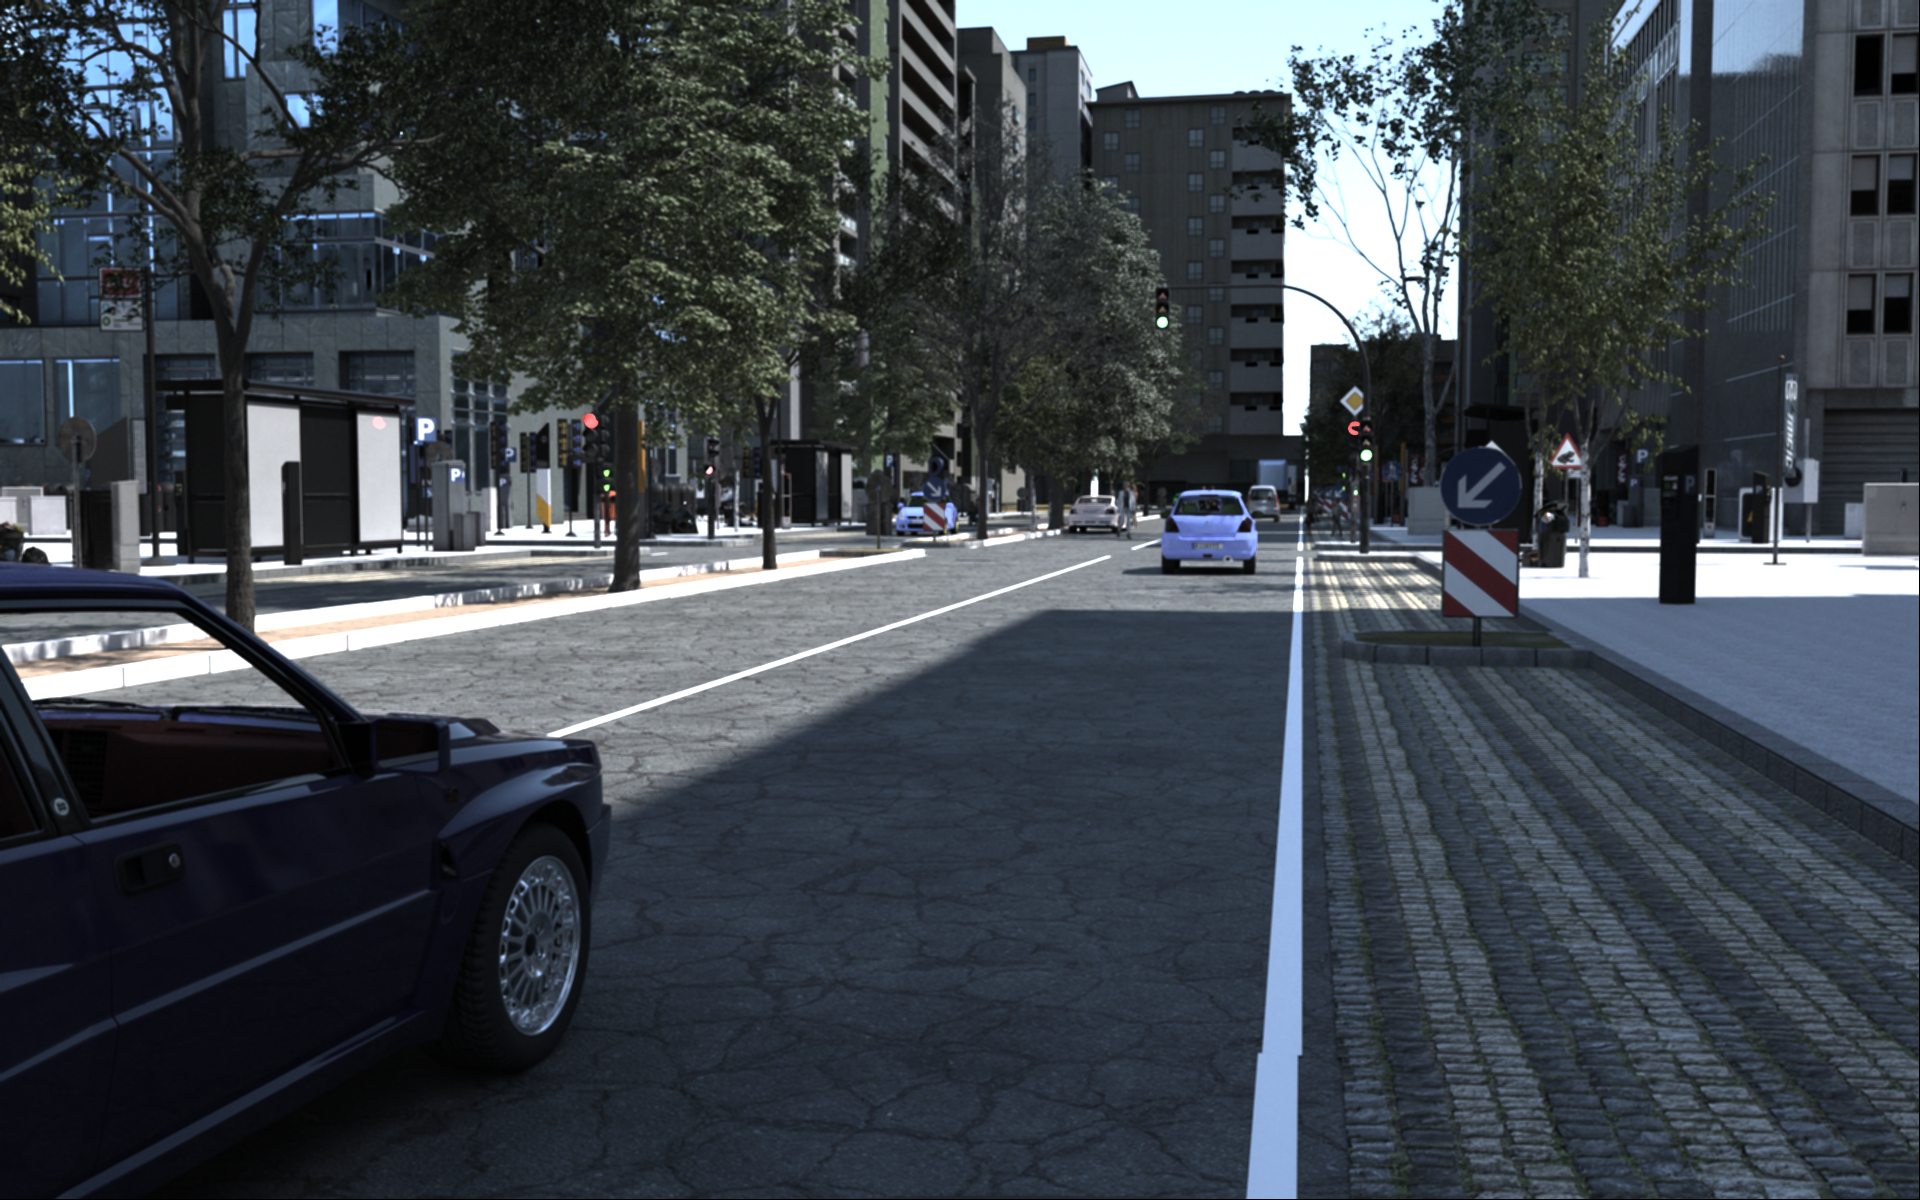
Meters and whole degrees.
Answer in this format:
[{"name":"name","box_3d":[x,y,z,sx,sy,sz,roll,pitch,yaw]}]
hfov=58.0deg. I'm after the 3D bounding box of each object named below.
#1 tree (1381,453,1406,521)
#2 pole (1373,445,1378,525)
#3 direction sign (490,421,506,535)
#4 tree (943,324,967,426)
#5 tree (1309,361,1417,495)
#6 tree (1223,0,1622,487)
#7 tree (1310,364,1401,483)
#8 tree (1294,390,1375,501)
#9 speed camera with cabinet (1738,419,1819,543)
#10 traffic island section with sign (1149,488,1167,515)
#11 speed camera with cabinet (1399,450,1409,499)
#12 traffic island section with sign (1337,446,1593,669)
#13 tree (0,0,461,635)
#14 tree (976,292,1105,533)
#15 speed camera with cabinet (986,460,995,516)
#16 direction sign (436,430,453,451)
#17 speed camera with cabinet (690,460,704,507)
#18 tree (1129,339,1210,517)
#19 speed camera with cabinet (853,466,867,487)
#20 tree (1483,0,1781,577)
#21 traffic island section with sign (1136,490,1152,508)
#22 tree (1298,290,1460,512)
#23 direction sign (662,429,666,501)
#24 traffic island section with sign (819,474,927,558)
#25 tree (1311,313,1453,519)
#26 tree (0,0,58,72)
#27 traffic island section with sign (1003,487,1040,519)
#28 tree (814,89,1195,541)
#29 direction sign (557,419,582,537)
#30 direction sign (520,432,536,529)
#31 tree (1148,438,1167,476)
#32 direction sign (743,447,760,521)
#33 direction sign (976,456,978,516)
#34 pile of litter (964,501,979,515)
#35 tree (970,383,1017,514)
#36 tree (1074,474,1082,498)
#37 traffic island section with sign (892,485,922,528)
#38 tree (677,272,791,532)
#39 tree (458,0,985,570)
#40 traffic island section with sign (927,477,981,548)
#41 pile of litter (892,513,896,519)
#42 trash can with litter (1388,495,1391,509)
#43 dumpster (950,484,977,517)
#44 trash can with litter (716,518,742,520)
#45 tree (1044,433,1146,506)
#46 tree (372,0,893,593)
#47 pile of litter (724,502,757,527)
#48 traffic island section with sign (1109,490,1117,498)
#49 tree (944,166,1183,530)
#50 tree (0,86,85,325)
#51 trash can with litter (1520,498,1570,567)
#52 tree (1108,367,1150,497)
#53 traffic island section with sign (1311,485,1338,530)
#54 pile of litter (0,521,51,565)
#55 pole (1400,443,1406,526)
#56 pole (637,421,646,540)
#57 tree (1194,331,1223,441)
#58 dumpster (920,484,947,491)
[{"name":"tree","box_3d":[20.370,-5.326,81.689,1.663,3.219,1.824,0,3,0]},{"name":"pole","box_3d":[17.402,-4.811,72.499,0.158,3.312,0.155,0,3,0]},{"name":"direction sign","box_3d":[-14.373,-3.789,53.948,0.876,3.537,0.379,3,5,45]},{"name":"tree","box_3d":[-3.098,-10.035,82.196,7.486,12.596,7.792,0,3,0]},{"name":"tree","box_3d":[29.146,-12.201,125.248,9.928,11.665,9.643,0,3,0]},{"name":"tree","box_3d":[15.165,-12.336,57.587,12.611,20.169,13.585,0,3,0]},{"name":"tree","box_3d":[31.706,-13.482,138.562,7.486,12.596,7.792,0,3,0]},{"name":"tree","box_3d":[42.386,-17.578,194.062,9.857,13.997,8.962,0,3,0]},{"name":"speed camera with cabinet","box_3d":[21.774,-3.166,46.098,0.660,3.252,2.038,-2,4,-25]},{"name":"traffic island section with sign","box_3d":[14.002,-6.882,120.650,2.006,1.907,1.989,1,4,11]},{"name":"speed camera with cabinet","box_3d":[20.452,-5.035,76.657,0.660,3.252,2.038,-3,5,-44]},{"name":"traffic island section with sign","box_3d":[4.381,-0.404,15.228,1.989,1.847,2.006,1,4,11]},{"name":"tree","box_3d":[-6.506,-4.833,15.896,8.767,10.594,7.601,1,4,11]},{"name":"tree","box_3d":[2.612,-6.634,61.287,4.737,8.622,4.395,0,3,0]},{"name":"speed camera with cabinet","box_3d":[1.581,-6.518,100.904,0.660,3.252,2.038,1,4,11]},{"name":"direction sign","box_3d":[-18.303,-4.241,61.341,0.876,3.537,0.379,2,4,25]},{"name":"speed camera with cabinet","box_3d":[-15.642,-6.466,100.054,0.660,3.252,2.038,2,4,31]},{"name":"tree","box_3d":[11.697,-10.984,107.803,9.928,11.665,9.643,0,3,0]},{"name":"speed camera with cabinet","box_3d":[-6.077,-6.061,93.434,2.038,3.252,0.660,0,4,2]},{"name":"tree","box_3d":[9.691,-4.639,26.212,4.737,8.622,4.395,0,3,0]},{"name":"traffic island section with sign","box_3d":[18.413,-10.194,175.306,1.989,1.847,2.006,1,4,11]},{"name":"tree","box_3d":[25.137,-11.888,104.737,12.009,13.543,11.850,0,3,0]},{"name":"direction sign","box_3d":[-10.347,-4.194,60.576,0.379,3.537,0.876,-1,4,-16]},{"name":"traffic island section with sign","box_3d":[-2.008,-1.928,39.666,2.006,1.907,1.989,1,4,11]},{"name":"tree","box_3d":[21.774,-9.459,89.064,7.601,10.594,8.767,0,4,-1]},{"name":"tree","box_3d":[-7.846,-3.499,10.033,4.360,8.622,3.978,0,3,0]},{"name":"traffic island section with sign","box_3d":[3.601,-5.610,100.354,1.989,1.847,2.006,1,4,11]},{"name":"tree","box_3d":[0.688,-8.554,52.690,12.009,13.543,11.850,0,3,0]},{"name":"direction sign","box_3d":[-11.782,-3.690,52.325,0.379,3.537,0.876,3,4,38]},{"name":"direction sign","box_3d":[-15.844,-4.381,63.620,0.876,3.537,0.379,3,4,37]},{"name":"tree","box_3d":[19.367,-15.995,195.933,8.767,10.594,7.601,-1,4,-17]},{"name":"direction sign","box_3d":[-10.060,-5.603,83.604,0.876,3.537,0.379,-1,4,-22]},{"name":"direction sign","box_3d":[1.001,-6.756,102.456,0.379,3.537,0.876,0,4,6]},{"name":"pile of litter","box_3d":[1.343,-6.404,118.664,1.719,0.858,1.176,0,4,-6]},{"name":"tree","box_3d":[2.509,-9.749,109.759,4.360,8.622,3.978,0,3,0]},{"name":"tree","box_3d":[10.520,-9.718,153.483,1.663,3.219,1.824,0,3,0]},{"name":"traffic island section with sign","box_3d":[-1.881,-3.920,72.726,1.989,1.847,2.006,1,4,11]},{"name":"tree","box_3d":[-7.542,-6.577,57.900,4.737,8.622,4.395,0,3,0]},{"name":"tree","box_3d":[-3.505,-5.865,32.759,8.767,10.594,7.601,1,4,11]},{"name":"traffic island section with sign","box_3d":[-0.562,-2.373,46.931,2.006,1.907,1.989,1,4,11]},{"name":"pile of litter","box_3d":[-3.875,-4.690,90.643,1.719,0.858,1.176,1,4,11]},{"name":"trash can with litter","box_3d":[27.368,-5.980,108.827,1.678,1.210,2.233,-3,5,-41]},{"name":"dumpster","box_3d":[0.196,-5.639,97.953,1.264,1.857,1.865,1,4,11]},{"name":"trash can with litter","box_3d":[-11.418,-4.623,86.649,1.678,1.210,2.233,1,4,17]},{"name":"tree","box_3d":[9.485,-12.606,140.519,7.601,10.594,8.767,-1,4,-19]},{"name":"tree","box_3d":[-4.860,-6.398,25.189,7.486,12.596,7.792,0,3,0]},{"name":"pile of litter","box_3d":[-8.670,-3.295,67.839,1.176,0.858,1.719,-1,4,-9]},{"name":"traffic island section with sign","box_3d":[13.127,-8.559,148.565,1.989,1.847,2.006,1,4,11]},{"name":"tree","box_3d":[3.825,-9.743,68.411,9.857,13.997,8.962,0,3,0]},{"name":"tree","box_3d":[-14.723,-4.558,24.880,4.737,8.622,4.395,0,3,0]},{"name":"trash can with litter","box_3d":[10.175,-1.160,30.347,0.624,1.170,1.055,-1,4,-19]},{"name":"tree","box_3d":[7.629,-8.168,86.368,4.737,8.622,4.395,0,3,0]},{"name":"traffic island section with sign","box_3d":[15.054,-3.709,69.274,1.989,1.847,2.006,1,4,11]},{"name":"pile of litter","box_3d":[-15.178,-0.821,27.388,1.719,0.858,1.176,-2,4,-35]},{"name":"pole","box_3d":[17.557,-4.576,68.666,0.158,3.312,0.155,0,3,0]},{"name":"pole","box_3d":[-8.882,-3.331,48.313,0.158,3.312,0.155,0,3,0]},{"name":"tree","box_3d":[9.439,-11.189,95.766,12.009,13.543,11.850,0,3,0]},{"name":"dumpster","box_3d":[-1.449,-5.127,89.577,1.264,1.857,1.865,1,4,11]}]
